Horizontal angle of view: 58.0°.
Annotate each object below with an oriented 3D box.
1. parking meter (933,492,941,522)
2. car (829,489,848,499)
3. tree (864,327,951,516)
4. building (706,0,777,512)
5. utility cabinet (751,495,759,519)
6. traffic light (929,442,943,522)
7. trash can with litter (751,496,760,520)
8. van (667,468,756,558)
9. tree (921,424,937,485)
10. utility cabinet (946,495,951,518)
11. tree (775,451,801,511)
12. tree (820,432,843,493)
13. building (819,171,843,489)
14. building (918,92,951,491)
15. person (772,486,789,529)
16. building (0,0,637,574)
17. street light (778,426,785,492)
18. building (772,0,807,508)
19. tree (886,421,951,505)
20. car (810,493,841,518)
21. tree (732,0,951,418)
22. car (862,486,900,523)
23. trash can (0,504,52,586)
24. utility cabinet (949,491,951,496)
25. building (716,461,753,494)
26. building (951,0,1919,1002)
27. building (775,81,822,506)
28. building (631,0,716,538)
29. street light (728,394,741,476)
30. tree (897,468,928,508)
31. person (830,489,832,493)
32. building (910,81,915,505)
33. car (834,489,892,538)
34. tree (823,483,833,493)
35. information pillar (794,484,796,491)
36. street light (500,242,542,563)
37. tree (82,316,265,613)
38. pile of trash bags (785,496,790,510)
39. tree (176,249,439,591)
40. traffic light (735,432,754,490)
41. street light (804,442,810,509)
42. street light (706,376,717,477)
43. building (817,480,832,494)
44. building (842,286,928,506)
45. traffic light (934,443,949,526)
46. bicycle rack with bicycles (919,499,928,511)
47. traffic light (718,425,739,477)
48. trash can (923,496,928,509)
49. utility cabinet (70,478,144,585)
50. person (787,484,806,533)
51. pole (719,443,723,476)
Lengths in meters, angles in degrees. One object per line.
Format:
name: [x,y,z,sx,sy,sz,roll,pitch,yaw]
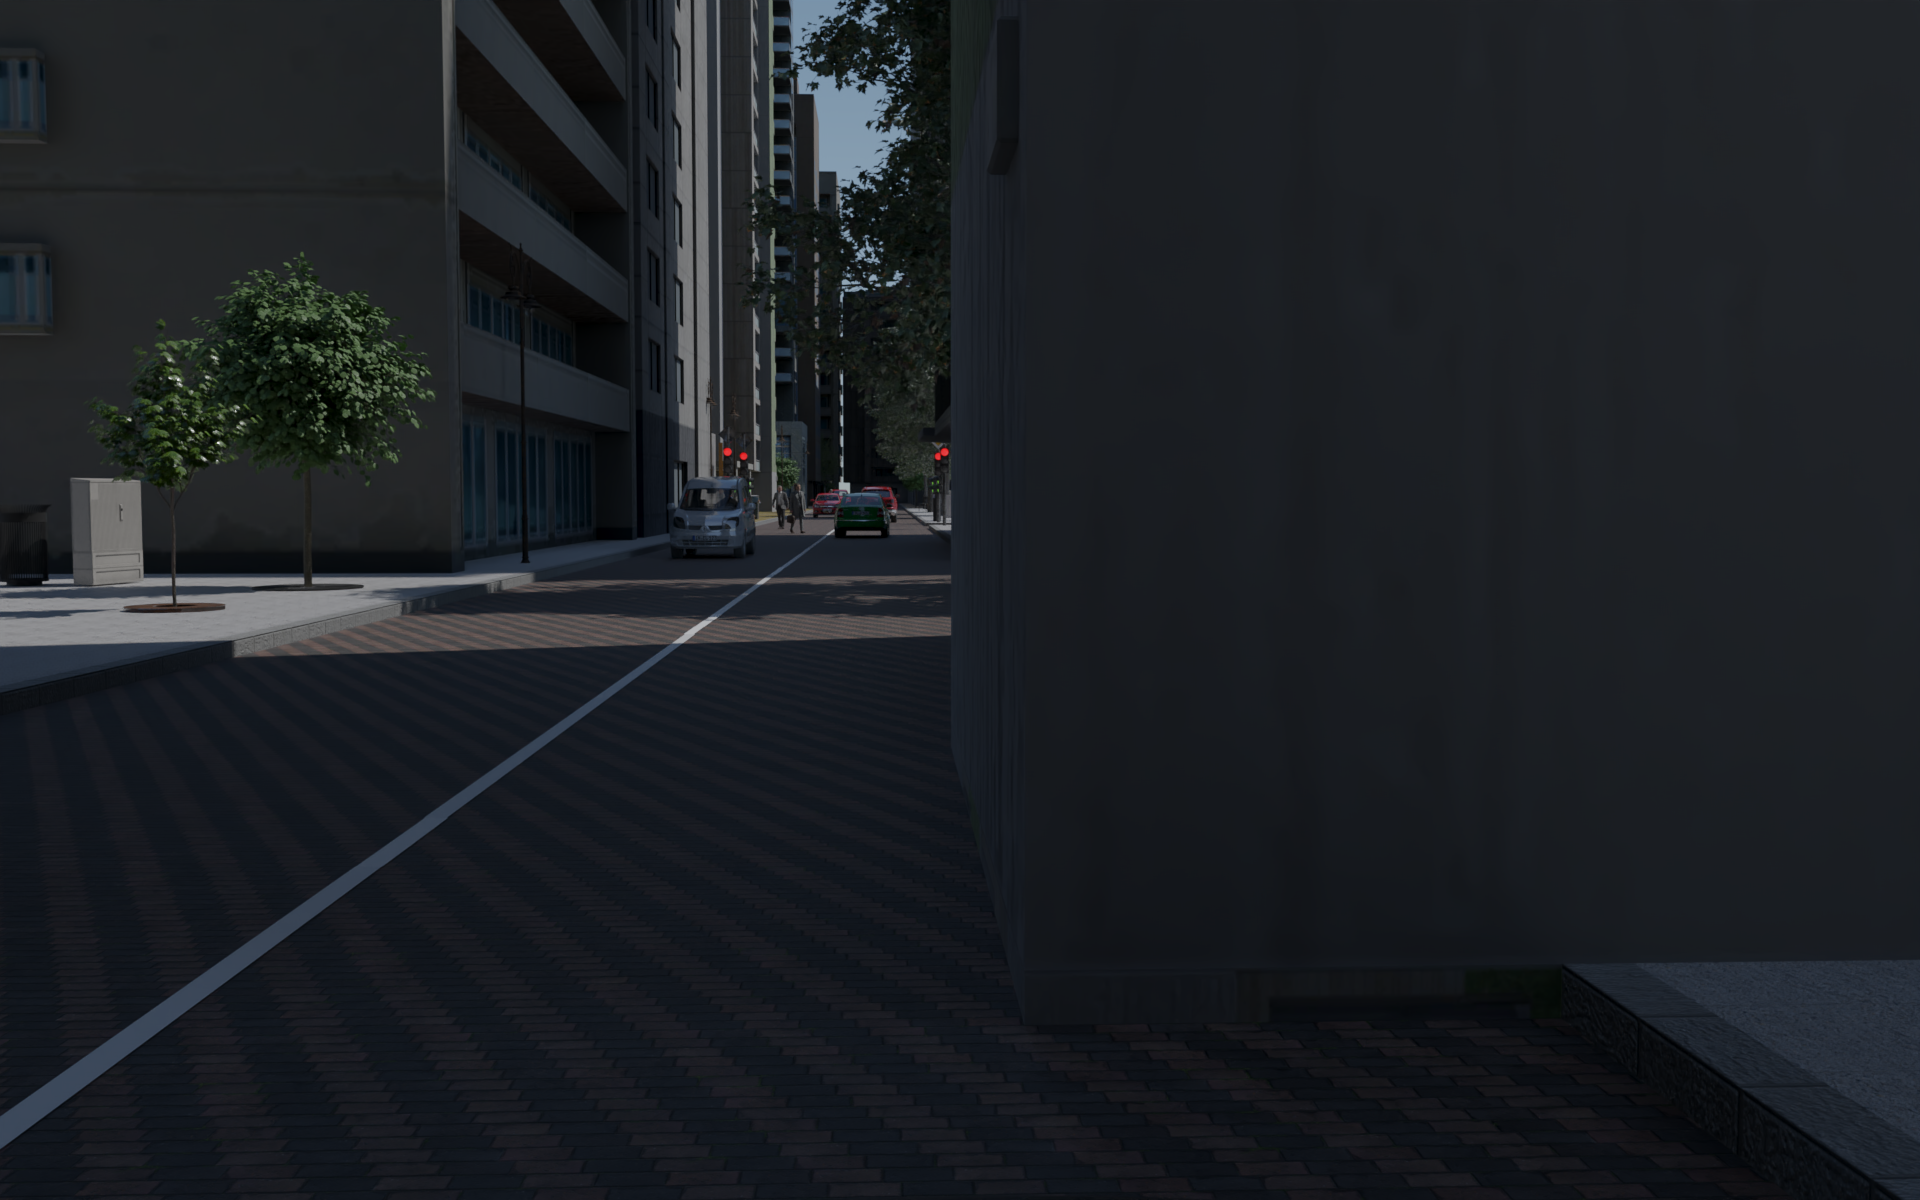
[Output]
parking meter: [-1.078,-4.436,80.935,0.372,1.533,0.369,0,3,0]
car: [-9.806,-8.011,139.660,2.281,1.827,5.304,0,4,-4]
tree: [-1.984,-13.166,121.922,9.857,13.997,8.962,0,3,0]
building: [-20.428,-26.764,121.192,14.154,41.232,14.086,0,4,-2]
utility cabinet: [-10.830,-4.744,88.720,1.020,1.237,0.306,-2,4,-29]
traffic light: [-1.001,-5.476,78.453,0.839,4.253,0.868,0,4,-2]
trash can with litter: [-10.326,-4.600,86.595,0.624,1.170,1.055,0,4,-1]
van: [-5.674,-2.016,39.979,2.013,2.044,4.112,0,4,-2]
tree: [-1.902,-11.041,130.887,4.737,8.622,4.395,0,3,0]
utility cabinet: [-0.570,-5.026,93.343,0.306,1.237,1.020,0,4,3]
tree: [-13.798,-9.070,132.001,4.285,4.588,4.351,0,3,0]
tree: [-15.684,-15.392,202.021,4.737,8.622,4.395,0,3,0]
building: [-27.720,-38.088,246.437,21.600,48.544,21.300,0,4,-2]
building: [10.354,-35.666,172.377,28.713,52.752,27.495,0,4,-2]
person: [-7.337,-3.780,70.709,0.661,1.777,0.834,0,4,-3]
building: [-19.313,-25.250,36.541,21.300,48.544,21.600,0,4,-2]
street light: [-11.807,-8.695,114.950,0.468,5.910,1.993,0,4,-2]
building: [-25.825,-52.207,166.262,22.319,86.520,31.000,0,4,-2]
tree: [-3.410,-14.173,149.853,7.486,12.596,7.792,0,3,0]
car: [-8.094,-5.948,106.294,2.155,1.783,4.494,0,4,-3]
tree: [1.949,-6.623,25.292,9.611,12.733,9.660,0,3,0]
car: [-4.217,-4.863,88.187,2.281,1.827,5.304,0,4,-2]
trash can: [-13.112,-0.770,24.242,0.748,1.137,0.748,0,3,0]
utility cabinet: [-0.288,-6.561,115.958,1.173,1.500,0.318,2,4,23]
building: [-27.927,-24.587,93.882,32.217,40.220,23.993,0,4,-2]
building: [6.886,-19.997,10.539,14.154,41.232,14.086,0,4,-2]
building: [-22.579,-33.035,190.240,14.600,45.320,14.200,0,4,-2]
building: [-19.868,-37.927,58.364,20.611,71.187,20.563,0,4,-2]
street light: [-10.193,-6.452,78.282,0.468,5.910,1.993,0,4,-2]
tree: [-4.082,-10.617,157.308,4.285,4.588,4.351,0,3,0]
person: [-9.236,-7.082,124.690,0.834,1.777,0.661,-1,4,-23]
building: [4.362,-41.167,215.080,21.231,58.520,28.212,0,4,-2]
car: [-3.269,-3.029,58.328,1.959,1.807,4.718,0,4,-1]
tree: [-17.727,-14.435,230.605,1.663,3.219,1.824,0,3,0]
information pillar: [-11.559,-7.207,122.326,0.304,2.012,0.304,1,4,8]
street light: [-8.083,-3.624,32.037,0.468,5.910,1.993,0,4,-2]
tree: [-8.817,-1.496,19.060,1.663,3.219,1.824,0,3,0]
pile of trash bags: [-14.288,-7.918,139.209,1.912,1.369,3.447,2,4,26]
tree: [-8.790,-2.424,23.346,4.285,4.588,4.351,0,3,0]
traffic light: [-9.703,-5.452,78.059,0.839,4.253,0.868,0,4,-2]
street light: [-13.344,-10.929,151.483,0.468,5.910,1.993,0,4,-2]
street light: [-9.808,-5.837,68.227,0.468,5.910,1.993,0,4,-2]
building: [-30.877,-34.377,216.694,28.867,44.769,22.147,0,4,-2]
building: [-9.540,-28.885,243.976,14.107,30.474,14.160,0,4,-2]
traffic light: [-0.652,-4.988,70.476,0.839,4.253,0.868,0,4,-2]
bicycle rack with bicycles: [-1.785,-6.995,127.749,2.852,0.926,2.925,-2,4,-28]
traffic light: [-9.355,-4.964,70.082,0.839,4.253,0.868,0,4,-2]
trash can: [-2.828,-8.227,146.170,0.748,1.137,0.748,0,3,0]
utility cabinet: [-12.049,-0.968,24.509,0.318,1.500,1.173,0,4,7]
person: [-5.926,-3.336,63.150,0.694,1.812,0.767,-2,4,-31]
pole: [-9.466,-4.574,68.630,0.158,3.312,0.155,0,3,0]
